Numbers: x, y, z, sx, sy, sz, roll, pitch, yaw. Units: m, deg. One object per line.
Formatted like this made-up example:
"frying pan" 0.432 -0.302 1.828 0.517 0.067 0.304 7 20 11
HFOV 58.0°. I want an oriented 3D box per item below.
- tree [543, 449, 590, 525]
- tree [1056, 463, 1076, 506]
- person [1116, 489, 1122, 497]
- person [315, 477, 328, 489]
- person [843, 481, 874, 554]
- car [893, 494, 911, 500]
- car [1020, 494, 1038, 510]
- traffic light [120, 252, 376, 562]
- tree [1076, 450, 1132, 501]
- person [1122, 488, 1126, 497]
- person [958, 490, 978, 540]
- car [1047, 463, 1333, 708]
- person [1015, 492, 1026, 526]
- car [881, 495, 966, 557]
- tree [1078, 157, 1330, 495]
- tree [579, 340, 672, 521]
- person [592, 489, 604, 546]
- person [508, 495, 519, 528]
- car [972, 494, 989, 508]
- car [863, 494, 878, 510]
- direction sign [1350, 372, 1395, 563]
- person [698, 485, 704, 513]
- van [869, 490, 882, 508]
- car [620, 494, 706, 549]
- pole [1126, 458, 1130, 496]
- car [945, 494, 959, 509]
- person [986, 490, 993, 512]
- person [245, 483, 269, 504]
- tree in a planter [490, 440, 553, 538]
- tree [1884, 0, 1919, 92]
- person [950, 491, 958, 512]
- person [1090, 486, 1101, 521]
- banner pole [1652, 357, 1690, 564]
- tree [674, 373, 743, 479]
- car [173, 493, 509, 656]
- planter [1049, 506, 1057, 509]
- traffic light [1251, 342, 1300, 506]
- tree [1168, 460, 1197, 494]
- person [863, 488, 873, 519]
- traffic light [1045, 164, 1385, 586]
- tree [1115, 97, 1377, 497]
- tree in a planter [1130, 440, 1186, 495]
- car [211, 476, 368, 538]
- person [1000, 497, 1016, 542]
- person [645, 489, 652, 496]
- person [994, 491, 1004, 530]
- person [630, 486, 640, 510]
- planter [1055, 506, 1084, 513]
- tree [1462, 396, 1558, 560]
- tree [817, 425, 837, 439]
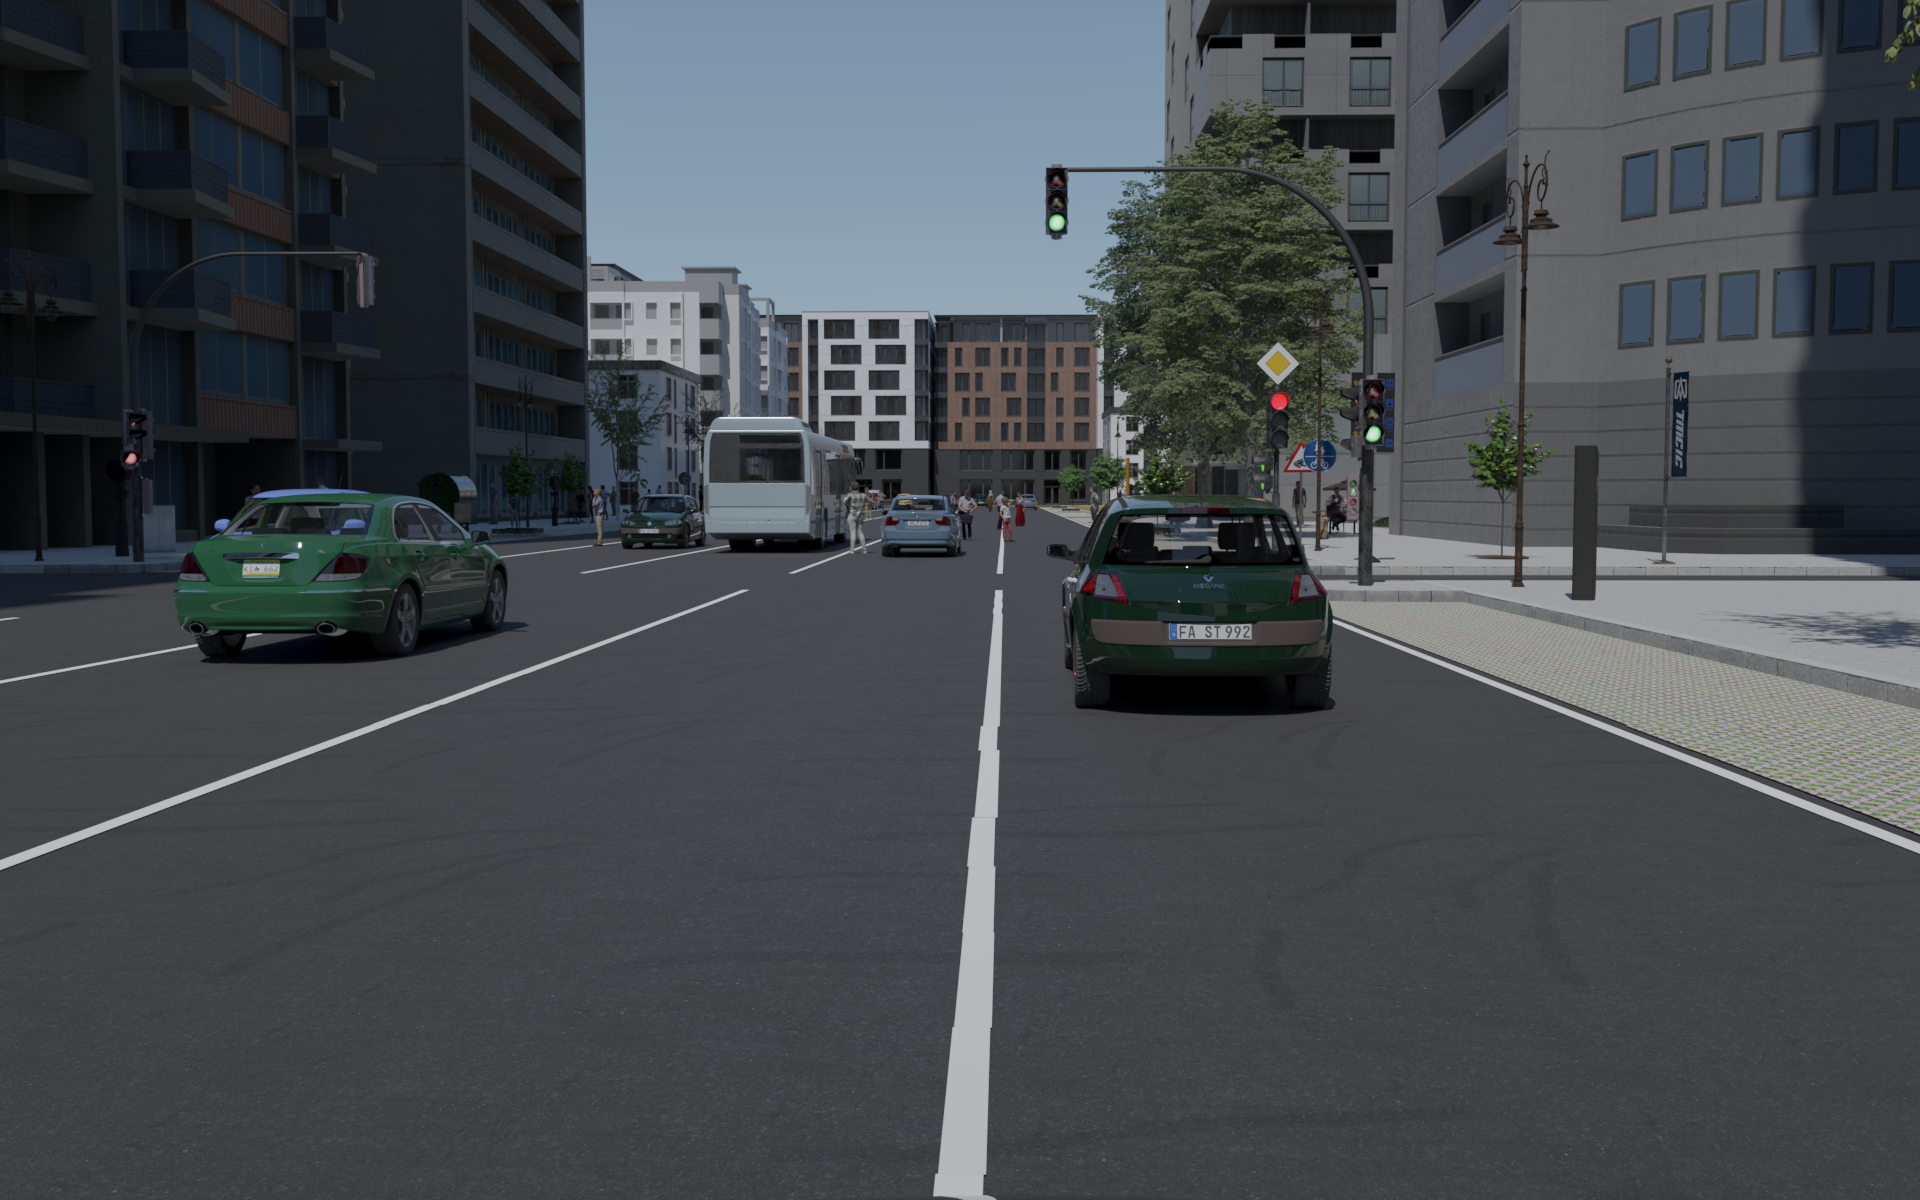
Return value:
"tree" -16.581 -4.823 73.464 1.663 3.219 1.824 0 3 0
"tree" 11.937 -12.279 184.477 4.285 4.588 4.351 0 3 0
"person" 12.079 -7.565 131.205 0.415 1.643 0.593 3 4 38
"person" -15.546 -2.055 41.968 0.599 1.838 0.709 2 4 26
"person" -2.487 -1.971 41.452 0.841 1.734 0.376 -2 4 -29
"car" -5.345 -9.526 165.970 2.015 1.641 3.980 0 4 3
"car" 6.140 -8.904 157.590 2.014 1.417 4.499 0 4 3
"traffic light" -13.447 -3.547 32.662 4.771 5.953 1.251 0 4 1
"tree" 11.073 -8.850 128.415 4.285 4.588 4.351 0 3 0
"person" 13.184 -8.004 137.639 1.217 1.736 0.721 0 4 -6
"person" 0.241 -2.634 53.776 0.614 1.554 0.590 0 4 4
"car" 1.661 -0.196 12.996 2.009 1.686 4.222 0 4 2
"person" 2.669 -4.040 77.019 0.387 1.526 0.523 3 5 43
"car" -0.884 -1.767 40.901 2.014 1.417 4.499 0 4 2
"tree" 9.237 -9.659 64.577 9.857 13.997 8.962 0 3 0
"tree" -16.154 -8.081 82.490 4.737 8.622 4.395 0 3 0
"person" -9.950 -2.263 47.555 0.319 1.574 0.516 0 4 0
"person" -16.494 -3.317 64.181 0.340 1.345 0.435 1 4 11
"car" 2.158 -10.416 180.082 2.009 1.686 4.222 0 4 0
"car" -8.502 -9.032 156.719 2.155 1.783 4.494 0 4 3
"direction sign" 7.697 -2.468 32.353 0.876 3.537 0.379 -1 4 -14
"person" -17.147 -6.680 114.899 0.705 1.869 1.348 -1 4 -16
"van" -9.016 -10.528 179.146 2.013 2.044 4.112 0 4 3
"car" -7.959 -2.251 46.596 2.009 1.686 4.222 0 4 1
"pole" 9.394 -6.305 96.930 0.158 3.312 0.155 0 3 0
"car" -0.829 -9.750 169.202 2.009 1.686 4.222 0 4 2
"person" 2.367 -7.976 139.641 0.721 1.736 1.217 -2 4 -25
"person" -13.680 -1.462 33.862 0.517 1.644 0.566 -2 4 -29
"tree in a planter" -14.609 -3.678 57.356 1.991 3.239 1.994 0 4 1
"tree" 8.025 -3.773 12.048 4.737 8.622 4.395 0 3 0
"person" -0.348 -5.396 98.680 0.435 1.587 0.963 1 4 18
"person" 4.872 -3.261 62.536 0.376 1.734 0.841 1 4 16
"banner pole" 12.951 -2.532 31.422 0.401 3.779 0.863 -1 4 -11
"tree" -15.429 -9.558 106.630 4.360 8.622 3.978 0 3 0
"car" -5.771 -0.302 16.739 2.131 1.459 4.920 0 4 1
"planter" 9.300 -8.616 162.003 1.991 0.319 1.994 0 4 1
"traffic light" 5.854 -2.643 32.139 0.839 4.253 0.868 0 4 1
"tree" 9.491 -5.063 77.381 1.663 3.219 1.824 0 3 0
"person" -5.257 -5.519 98.869 0.598 1.807 0.434 -1 4 -11
"traffic light" 3.551 -3.022 24.070 4.771 5.953 1.251 0 4 1
"tree" 8.214 -8.104 50.629 7.486 12.596 7.792 0 3 0
"tree in a planter" 6.548 -3.676 57.330 1.991 3.239 1.994 0 4 1
"car" -8.471 -0.781 22.361 1.945 1.707 3.694 0 4 2
"person" 1.430 -2.406 51.754 0.340 1.345 0.435 3 4 36
"person" -19.027 -6.001 106.118 0.963 1.587 0.435 2 4 29
"person" 1.623 -3.606 69.668 0.590 1.554 0.614 -3 5 -44
"person" -14.932 -4.327 79.366 0.434 1.807 0.598 -2 4 -27
"planter" 8.560 -6.910 134.124 1.991 0.319 1.994 0 4 1
"tree" 10.721 -2.435 34.410 1.663 3.219 1.824 0 3 0
"tree" -14.426 -14.328 184.624 4.360 8.622 3.978 0 3 0
